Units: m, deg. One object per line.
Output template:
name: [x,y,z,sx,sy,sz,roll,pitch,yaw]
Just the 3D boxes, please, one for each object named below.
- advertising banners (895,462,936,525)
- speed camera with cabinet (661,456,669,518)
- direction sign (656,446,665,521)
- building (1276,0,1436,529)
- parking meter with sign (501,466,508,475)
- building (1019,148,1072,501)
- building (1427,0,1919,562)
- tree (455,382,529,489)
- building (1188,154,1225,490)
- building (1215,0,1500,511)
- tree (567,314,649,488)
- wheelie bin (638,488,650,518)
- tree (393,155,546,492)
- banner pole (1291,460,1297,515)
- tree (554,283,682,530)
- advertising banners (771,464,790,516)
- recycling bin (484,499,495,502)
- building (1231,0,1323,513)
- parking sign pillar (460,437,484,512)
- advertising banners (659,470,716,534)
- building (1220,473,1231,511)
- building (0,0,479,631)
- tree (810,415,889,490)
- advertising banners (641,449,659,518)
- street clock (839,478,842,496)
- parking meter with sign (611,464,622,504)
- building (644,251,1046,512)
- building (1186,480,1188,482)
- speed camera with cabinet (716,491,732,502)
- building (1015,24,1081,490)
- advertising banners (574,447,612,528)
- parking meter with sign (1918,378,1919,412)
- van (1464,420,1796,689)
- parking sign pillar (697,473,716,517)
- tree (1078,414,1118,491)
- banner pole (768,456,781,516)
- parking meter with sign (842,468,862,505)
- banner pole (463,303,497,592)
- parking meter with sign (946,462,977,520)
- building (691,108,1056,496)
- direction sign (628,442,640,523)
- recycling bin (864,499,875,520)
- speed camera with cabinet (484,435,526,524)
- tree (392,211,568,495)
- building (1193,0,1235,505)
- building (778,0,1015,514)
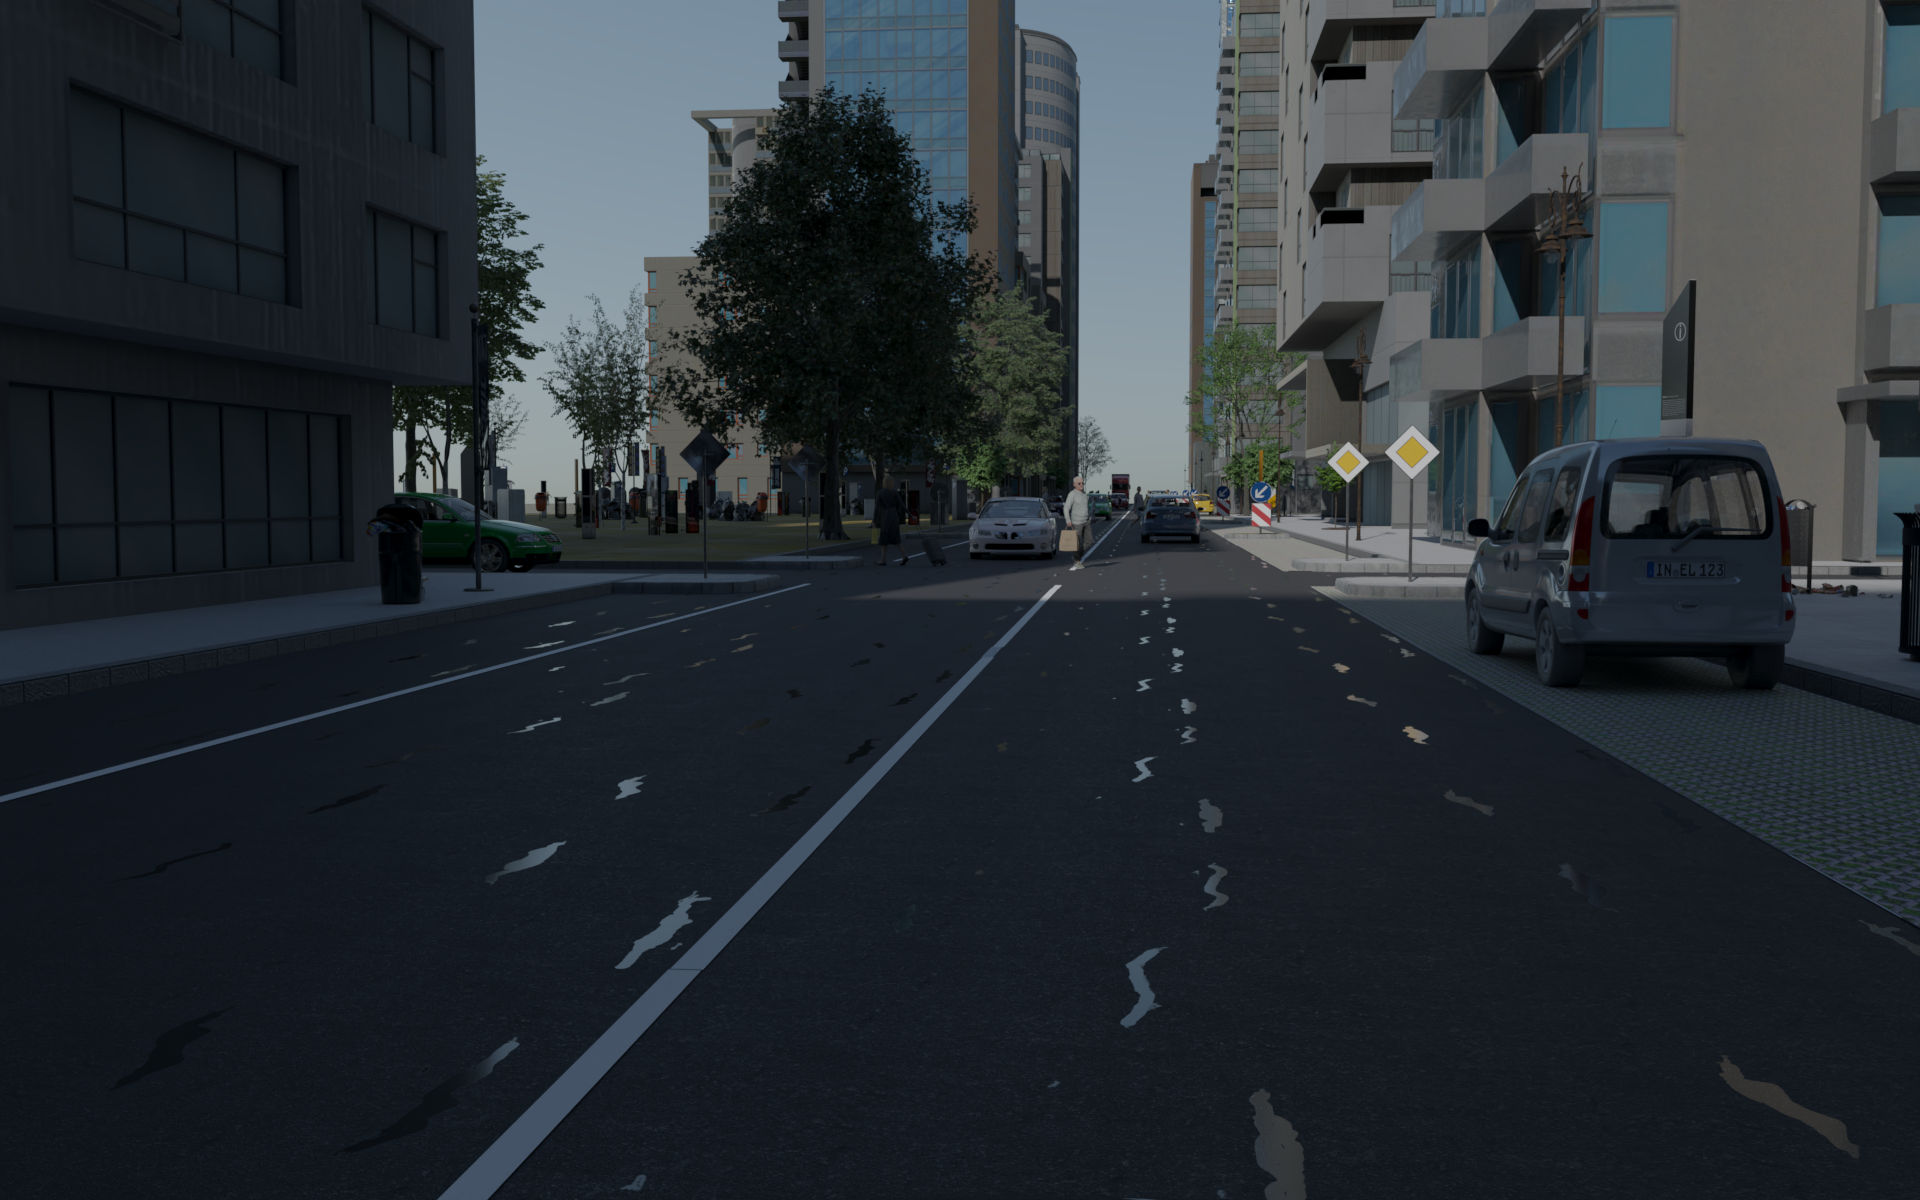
advertising banners: [-1.932,-4.595,71.324,2.074,3.025,0.090,0,4,-1]
speed camera with cabinet: [-15.302,-5.835,89.742,0.660,3.252,2.038,0,4,1]
direction sign: [-14.194,-5.509,82.070,0.379,3.537,0.876,-3,4,-37]
building: [28.347,-29.679,74.484,28.713,52.752,27.495,0,4,6]
parking meter with sign: [-28.331,-6.782,107.146,0.543,3.016,1.738,-1,4,-9]
building: [5.561,-31.555,199.525,14.154,41.232,14.086,0,4,6]
building: [25.850,-25.722,40.163,30.456,49.044,23.786,0,4,6]
tree: [-24.829,-8.561,90.334,4.360,8.622,3.978,0,3,0]
building: [37.329,-35.334,227.825,14.600,45.320,14.200,0,4,6]
building: [35.884,-33.418,166.000,23.786,49.044,30.456,0,4,6]
tree: [-15.271,-7.423,71.724,4.737,8.622,4.395,0,3,0]
wheelie bin: [-17.042,-5.250,93.742,0.980,1.594,0.693,-1,4,-20]
tree: [-15.499,-8.066,50.005,7.486,12.596,7.792,0,3,0]
banner pole: [20.298,-7.038,105.080,0.401,3.779,0.863,-1,4,-20]
tree: [-11.877,-6.777,61.162,4.360,8.622,3.978,0,3,0]
advertising banners: [-10.708,-6.534,103.019,0.090,3.025,2.074,2,4,27]
recycling bin: [-26.851,-5.274,98.787,0.722,1.027,0.722,-3,5,-42]
building: [26.023,-26.708,120.268,14.154,41.232,14.086,0,4,6]
parking sign pillar: [-22.058,-5.494,78.307,1.447,3.967,1.447,3,5,44]
advertising banners: [-8.789,-3.698,56.651,2.074,3.025,0.090,-3,4,-36]
building: [37.462,-27.297,138.187,32.217,40.220,23.993,0,4,6]
building: [-14.332,-20.635,20.970,14.086,41.232,14.154,0,4,6]
tree: [-4.122,-8.097,82.745,4.360,8.622,3.978,0,3,0]
advertising banners: [-11.987,-4.435,68.700,0.090,3.025,2.074,2,4,29]
street clock: [-5.426,-4.427,76.950,0.358,2.002,0.471,-1,4,-18]
parking meter with sign: [-19.027,-6.085,95.743,0.543,3.016,1.738,-2,4,-29]
building: [-7.722,-18.003,139.385,27.650,21.520,28.899,0,4,6]
building: [44.815,-38.515,249.324,23.786,49.044,30.456,0,4,6]
speed camera with cabinet: [-14.167,-6.483,100.336,2.038,3.252,0.660,-3,5,-44]
building: [4.114,-41.491,220.382,21.231,58.520,28.212,0,4,6]
advertising banners: [-13.837,-4.230,65.350,2.074,3.025,0.090,2,4,35]
parking meter with sign: [14.244,-1.725,24.462,0.543,3.016,1.738,0,4,1]
van: [5.269,-0.432,14.082,2.013,2.044,4.112,0,4,5]
parking sign pillar: [-14.044,-6.568,95.852,1.447,3.967,1.447,-3,5,-42]
tree: [19.041,-21.737,265.762,12.009,13.543,11.850,0,3,0]
banner pole: [-10.839,-6.798,101.156,0.863,3.779,0.401,-1,4,-13]
parking meter with sign: [-6.659,-6.972,110.249,1.738,3.016,0.543,2,4,33]
banner pole: [-6.259,-1.995,22.634,0.401,3.779,0.863,-2,4,-31]
parking meter with sign: [0.012,-5.451,85.385,1.738,3.016,0.543,-3,4,-37]
building: [-7.096,-29.005,166.114,32.217,40.220,23.993,0,4,6]
direction sign: [-14.228,-5.112,75.578,0.379,3.537,0.876,-3,5,-43]
recycling bin: [-4.373,-4.553,86.987,0.722,1.027,0.722,1,4,11]
speed camera with cabinet: [-15.053,-3.848,57.256,0.660,3.252,2.038,-3,4,-38]
tree: [-12.090,-5.463,39.685,4.737,8.622,4.395,0,3,0]
building: [39.382,-54.495,203.661,22.319,86.520,31.000,0,4,6]
building: [-3.727,-28.521,116.428,14.600,45.320,14.200,0,4,6]
